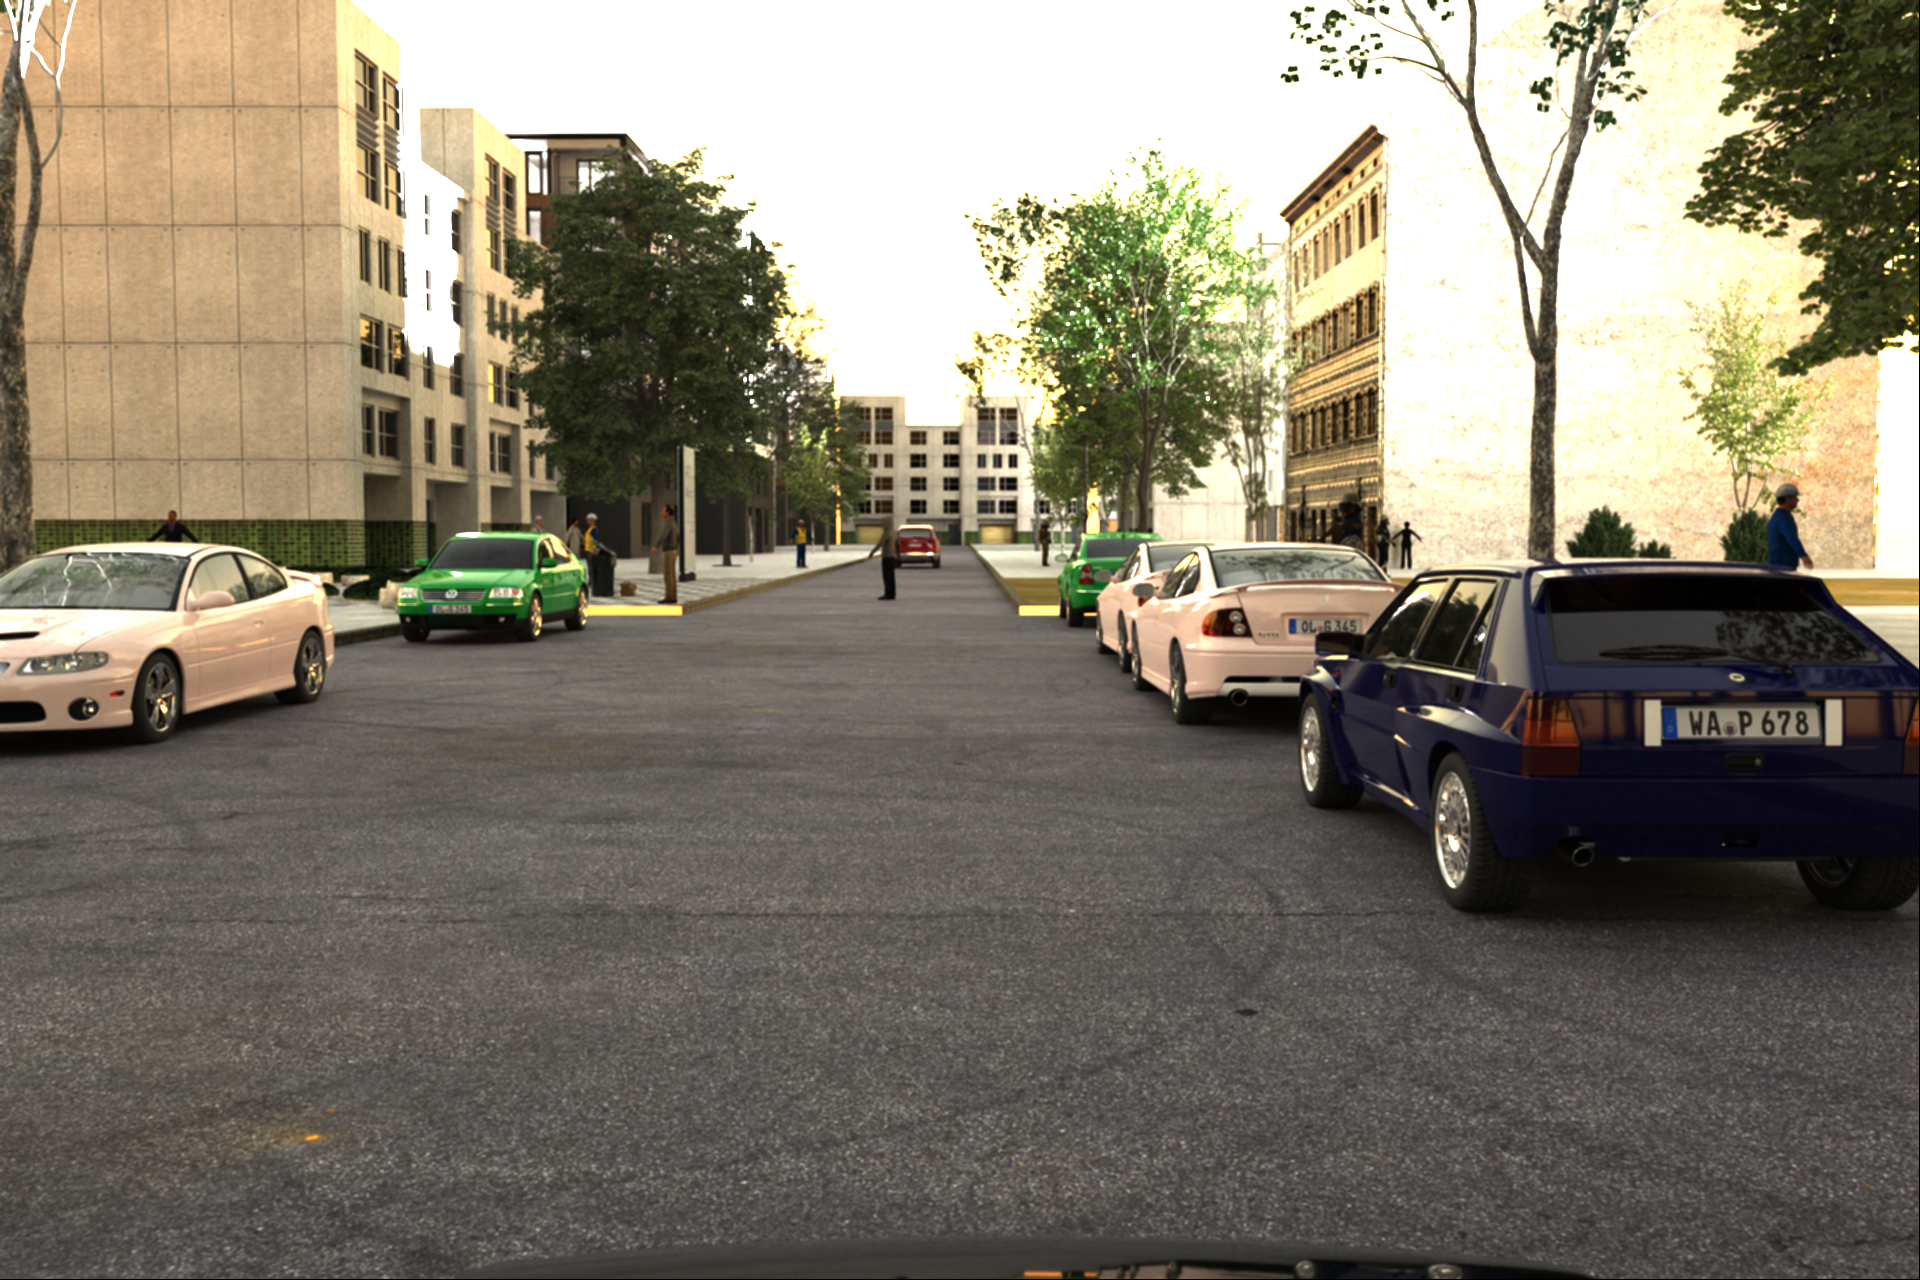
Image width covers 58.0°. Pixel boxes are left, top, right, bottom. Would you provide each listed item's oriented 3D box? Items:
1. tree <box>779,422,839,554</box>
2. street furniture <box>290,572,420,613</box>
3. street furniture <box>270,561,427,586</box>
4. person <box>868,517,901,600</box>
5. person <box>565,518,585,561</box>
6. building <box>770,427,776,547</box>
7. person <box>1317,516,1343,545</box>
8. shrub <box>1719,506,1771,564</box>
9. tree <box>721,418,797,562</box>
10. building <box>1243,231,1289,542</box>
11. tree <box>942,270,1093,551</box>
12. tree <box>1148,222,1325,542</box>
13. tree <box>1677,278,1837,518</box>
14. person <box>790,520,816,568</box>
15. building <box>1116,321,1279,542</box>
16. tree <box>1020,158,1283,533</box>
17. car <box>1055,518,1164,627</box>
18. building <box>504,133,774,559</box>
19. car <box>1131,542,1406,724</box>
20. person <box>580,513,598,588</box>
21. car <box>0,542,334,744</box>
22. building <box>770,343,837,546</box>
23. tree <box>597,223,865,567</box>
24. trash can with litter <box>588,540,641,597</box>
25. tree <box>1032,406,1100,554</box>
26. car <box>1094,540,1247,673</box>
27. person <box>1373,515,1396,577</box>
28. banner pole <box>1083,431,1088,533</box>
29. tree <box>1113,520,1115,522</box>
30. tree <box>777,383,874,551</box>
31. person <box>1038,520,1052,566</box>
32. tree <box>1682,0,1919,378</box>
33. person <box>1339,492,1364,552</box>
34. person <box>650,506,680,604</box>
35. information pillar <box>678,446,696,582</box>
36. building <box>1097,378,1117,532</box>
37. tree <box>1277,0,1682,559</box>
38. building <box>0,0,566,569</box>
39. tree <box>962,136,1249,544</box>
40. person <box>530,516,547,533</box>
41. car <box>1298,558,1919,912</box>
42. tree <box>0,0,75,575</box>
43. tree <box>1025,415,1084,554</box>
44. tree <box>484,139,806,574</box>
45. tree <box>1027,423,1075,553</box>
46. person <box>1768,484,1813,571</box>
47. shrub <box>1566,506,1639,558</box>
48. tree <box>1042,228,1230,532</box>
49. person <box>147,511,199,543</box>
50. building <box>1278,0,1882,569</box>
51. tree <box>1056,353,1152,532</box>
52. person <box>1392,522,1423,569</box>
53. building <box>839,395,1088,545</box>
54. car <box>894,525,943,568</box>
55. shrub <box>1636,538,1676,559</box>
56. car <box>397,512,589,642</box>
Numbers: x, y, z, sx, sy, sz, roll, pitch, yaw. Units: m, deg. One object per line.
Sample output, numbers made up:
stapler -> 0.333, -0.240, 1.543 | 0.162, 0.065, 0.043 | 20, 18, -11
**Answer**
tree -> -9.601, -9.896, 112.163 | 4.737, 8.622, 4.395 | 0, 3, 0
street furniture -> -11.853, -0.964, 31.387 | 5.734, 0.657, 10.072 | -1, 4, -14
street furniture -> -15.418, -1.771, 44.587 | 10.072, 0.657, 5.734 | -3, 4, -37
person -> -1.588, -1.787, 37.809 | 0.705, 1.813, 1.348 | 2, 4, 26
person -> -12.562, -3.086, 56.649 | 0.705, 1.806, 1.347 | 1, 4, 21
building -> -26.418, -17.573, 153.781 | 16.747, 18.905, 31.486 | 0, 4, 0
person -> 11.119, -2.735, 50.848 | 1.346, 1.812, 0.704 | 0, 4, 7
shrub -> 20.973, -2.535, 45.874 | 1.690, 2.028, 1.600 | 0, 3, 0
tree -> -9.603, -7.898, 79.490 | 4.360, 8.622, 3.978 | 0, 3, 0
building -> 23.262, -15.475, 109.435 | 16.016, 20.090, 11.380 | 0, 3, 0
tree -> 5.037, -16.546, 126.416 | 12.611, 20.169, 13.585 | 0, 3, 0
tree -> 7.074, -5.503, 40.331 | 4.360, 8.622, 3.978 | 0, 3, 0
tree -> 22.534, -6.068, 49.575 | 4.737, 8.622, 4.395 | 0, 3, 0
person -> -6.018, -3.664, 65.874 | 0.705, 1.833, 1.349 | 3, 5, 41
building -> 23.648, -17.497, 152.539 | 16.747, 18.905, 31.486 | 0, 4, 0
tree -> 5.188, -7.484, 48.125 | 9.928, 11.665, 9.643 | 0, 3, 0
car -> 2.555, -1.183, 28.134 | 1.959, 1.807, 4.718 | 0, 4, 0
building -> -27.235, -15.966, 105.020 | 27.936, 21.610, 32.646 | 0, 4, 1
car -> 2.530, -0.126, 14.426 | 2.083, 1.381, 4.827 | 0, 4, -1
person -> -8.844, -2.123, 41.168 | 0.721, 1.772, 1.216 | -2, 4, -25
car -> -6.404, -0.060, 13.350 | 2.083, 1.381, 4.827 | 0, 3, 0
building -> -29.264, -21.818, 200.702 | 27.936, 21.610, 32.646 | 0, 4, 0
tree -> -9.283, -9.659, 68.302 | 12.009, 13.543, 11.850 | 0, 3, 0
trash can with litter -> -7.117, -1.485, 35.667 | 1.055, 1.170, 0.624 | 0, 4, -1
tree -> 5.768, -8.859, 95.207 | 4.737, 8.622, 4.395 | 0, 3, 0
car -> 2.577, -0.422, 19.269 | 2.083, 1.381, 4.827 | 0, 4, 0
person -> 12.500, -2.765, 50.988 | 0.705, 1.856, 1.354 | 2, 4, 33
banner pole -> 3.069, -3.188, 42.134 | 0.401, 3.779, 0.863 | 0, 4, -1
tree -> 21.284, -16.624, 222.156 | 4.360, 8.622, 3.978 | 0, 3, 0
tree -> -10.358, -12.932, 129.565 | 7.486, 12.596, 7.792 | 0, 3, 0
person -> 3.463, -3.906, 69.628 | 0.705, 1.858, 1.354 | 0, 4, -7
tree -> 8.800, -5.802, 12.988 | 7.486, 12.596, 7.792 | 0, 3, 0
person -> 5.272, -1.082, 23.554 | 0.704, 1.845, 1.351 | 0, 4, 7
person -> -5.401, -1.575, 32.020 | 0.705, 1.796, 1.348 | 1, 4, 9
information pillar -> -7.419, -3.408, 47.029 | 0.184, 3.620, 1.656 | 0, 4, 1
building -> 21.472, -21.334, 205.238 | 16.016, 20.090, 11.380 | 0, 3, 0
tree -> 8.697, -10.538, 28.180 | 12.611, 20.169, 13.585 | 0, 3, 0
building -> -28.478, -12.581, 72.154 | 16.747, 18.905, 31.486 | 0, 3, 0
tree -> 6.852, -13.879, 82.804 | 12.611, 20.169, 13.585 | 0, 3, 0
person -> -12.984, -2.916, 53.536 | 0.705, 1.847, 1.347 | 2, 4, 28
car -> 2.705, 0.285, 7.928 | 1.945, 1.354, 3.894 | 0, 4, -1
tree -> -13.364, -10.096, 20.954 | 12.611, 20.169, 13.585 | 0, 3, 0
tree -> 6.122, -9.460, 105.026 | 4.737, 8.622, 4.395 | 0, 3, 0
tree -> -9.812, -9.094, 55.345 | 9.857, 13.997, 8.962 | 0, 3, 0
tree -> 6.263, -10.054, 114.744 | 4.737, 8.622, 4.395 | 0, 3, 0
person -> 9.230, -0.822, 19.328 | 0.705, 1.842, 1.347 | 1, 4, 13
shrub -> 15.794, -2.335, 42.601 | 1.690, 2.028, 1.600 | 0, 3, 0
tree -> 6.309, -8.857, 62.932 | 7.486, 12.596, 7.792 | 0, 3, 0
person -> -17.535, -1.979, 38.582 | 1.346, 1.802, 0.704 | 0, 4, -1
building -> 24.764, -14.787, 72.700 | 19.493, 23.208, 18.063 | 0, 4, 0
tree -> 5.991, -7.371, 70.872 | 4.737, 8.622, 4.395 | 0, 3, 0
person -> 16.410, -3.485, 63.705 | 1.216, 1.740, 0.721 | 0, 4, 6
building -> 0.158, -21.930, 227.465 | 31.486, 18.905, 16.747 | 0, 4, -3
car -> -1.860, -3.994, 73.975 | 2.281, 1.827, 5.304 | 0, 3, 0
shrub -> 14.755, -1.571, 36.798 | 1.383, 1.207, 1.383 | 0, 3, 0
car -> -6.506, -0.958, 24.463 | 1.959, 1.807, 4.718 | 0, 4, 0
